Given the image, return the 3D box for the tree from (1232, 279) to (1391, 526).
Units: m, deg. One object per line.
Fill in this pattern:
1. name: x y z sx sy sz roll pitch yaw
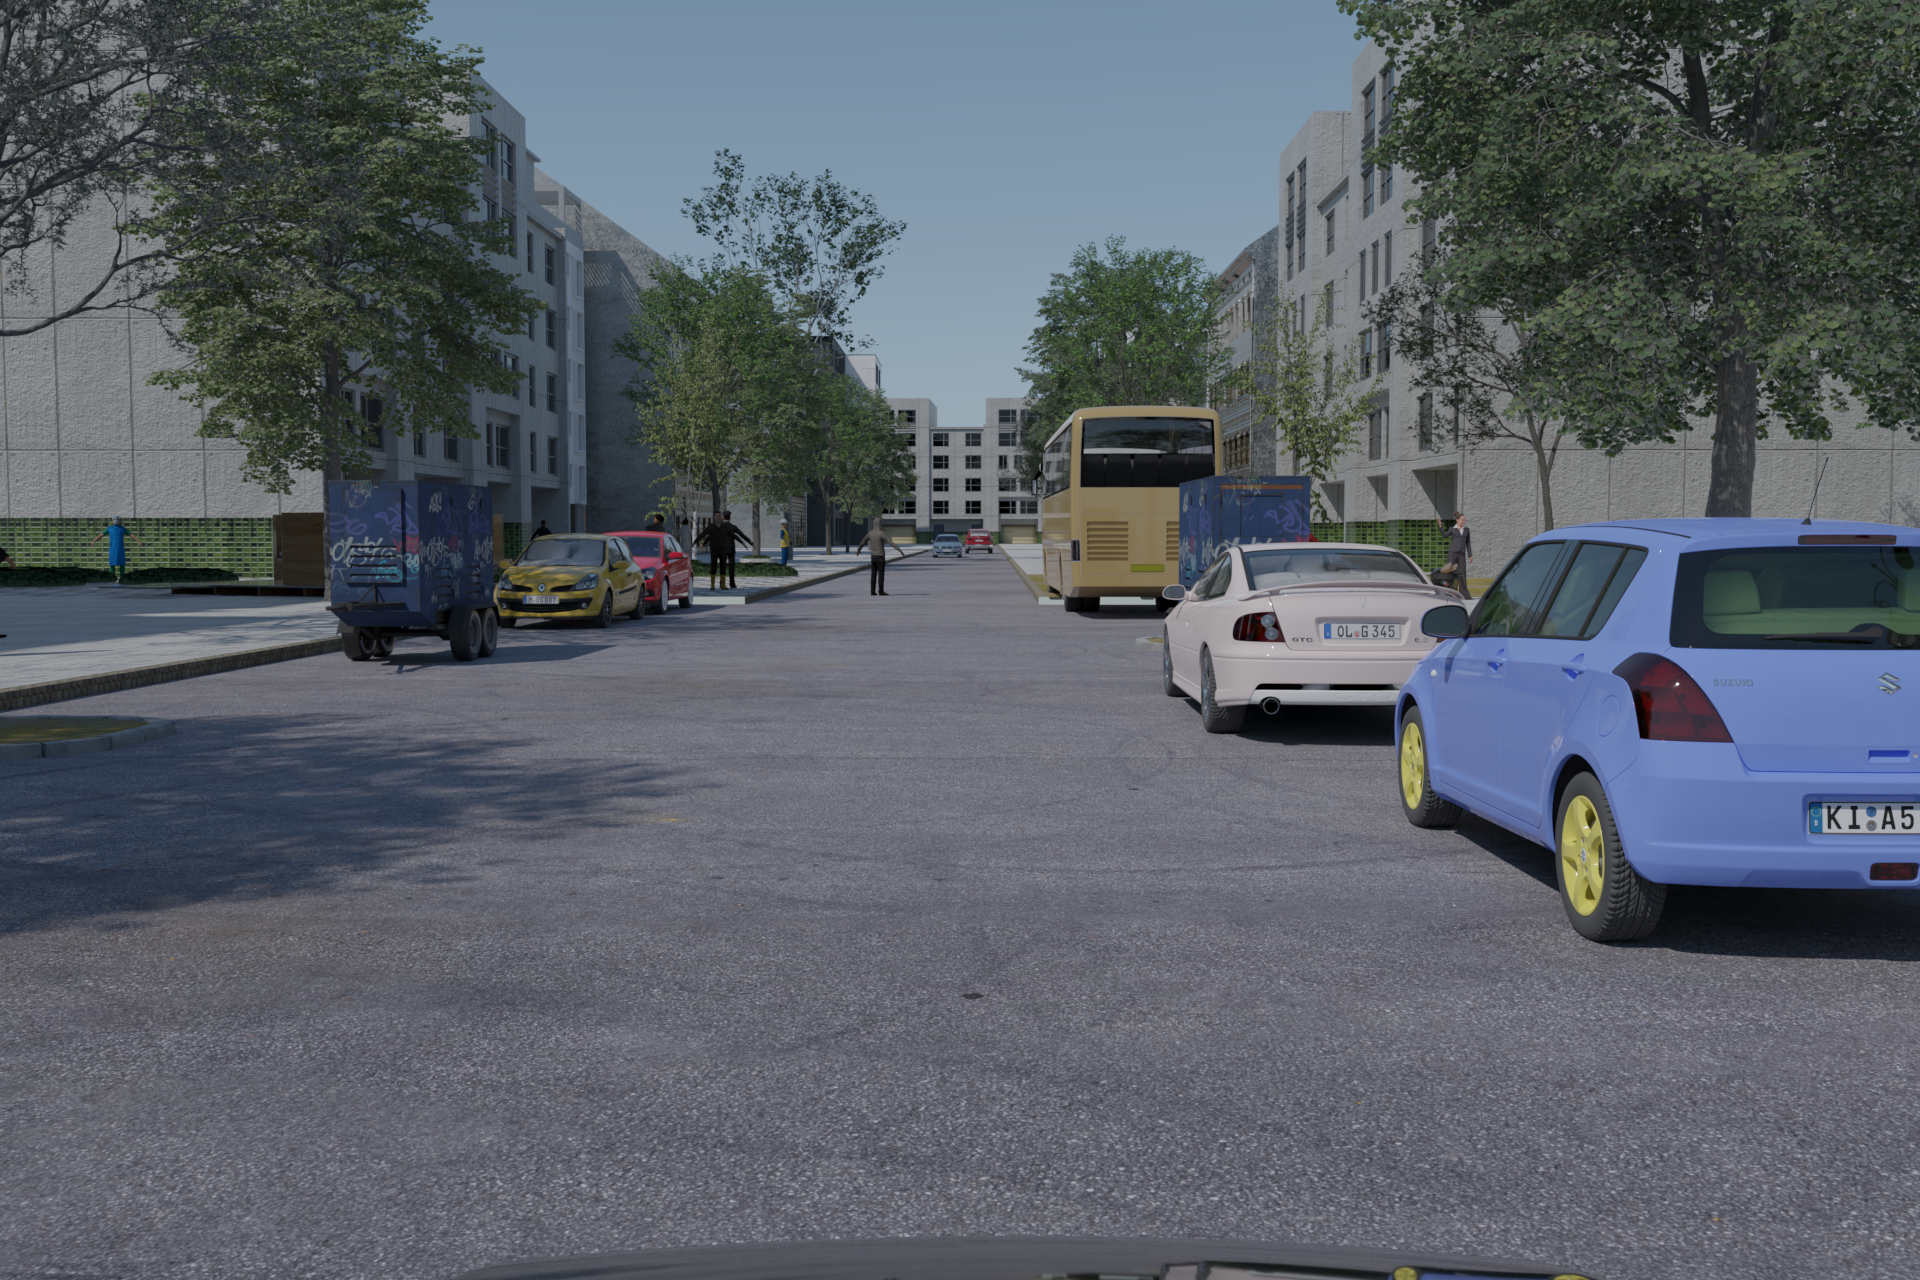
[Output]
1. tree: 10.144 -6.134 50.645 4.737 8.622 4.395 0 3 0

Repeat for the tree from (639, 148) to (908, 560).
1. tree: -9.290 -14.063 85.814 12.611 20.169 13.585 0 3 0

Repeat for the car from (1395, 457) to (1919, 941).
1. car: 3.033 0.135 7.383 1.945 1.707 3.694 0 4 0

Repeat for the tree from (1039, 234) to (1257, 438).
1. tree: 6.499 -8.191 59.678 9.928 11.665 9.643 0 3 0

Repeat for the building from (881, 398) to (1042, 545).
1. building: 3.731 -22.167 231.343 31.486 18.905 16.747 0 4 3

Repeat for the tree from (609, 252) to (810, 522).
1. tree: -9.185 -8.486 64.494 9.928 11.665 9.643 0 3 0

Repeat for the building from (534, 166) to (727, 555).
1. building: -25.399 -16.964 108.296 19.493 23.208 18.063 0 4 2

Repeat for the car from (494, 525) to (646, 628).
1. car: -6.184 -1.066 27.645 2.015 1.641 3.980 0 4 1

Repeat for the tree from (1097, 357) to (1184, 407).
1. tree: 7.402 -7.218 68.383 4.360 8.622 3.978 0 3 0

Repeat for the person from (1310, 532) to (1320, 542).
1. person: 5.863 -1.499 30.609 1.345 1.816 0.704 3 4 38

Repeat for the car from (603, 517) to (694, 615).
1. car: -6.123 -1.416 32.196 2.155 1.783 4.494 0 4 1

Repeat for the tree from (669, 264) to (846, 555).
1. tree: -8.753 -9.527 73.892 7.486 12.596 7.792 0 3 0

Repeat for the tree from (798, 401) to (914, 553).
1. tree: -7.614 -11.255 118.430 8.767 10.594 7.601 -2 4 -26

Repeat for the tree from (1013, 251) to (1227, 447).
1. tree: 7.319 -10.486 78.100 9.857 13.997 8.962 0 3 0

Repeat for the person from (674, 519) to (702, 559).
1. person: -9.586 -3.336 60.725 1.347 1.806 0.705 2 4 29

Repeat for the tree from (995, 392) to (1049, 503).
1. tree: 8.288 -13.556 132.016 12.009 13.543 11.850 0 3 0

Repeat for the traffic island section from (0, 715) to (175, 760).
1. traffic island section: -6.609 0.670 11.911 1.991 0.108 1.994 0 4 1

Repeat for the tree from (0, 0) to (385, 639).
1. tree: -12.293 -6.746 20.660 12.009 13.543 11.850 0 3 0

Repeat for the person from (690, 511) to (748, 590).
1. person: -5.530 -2.050 39.657 1.346 1.812 0.704 -1 4 -18

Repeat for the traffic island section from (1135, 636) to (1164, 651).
1. traffic island section: 3.256 0.053 22.001 1.991 0.108 1.994 0 3 0

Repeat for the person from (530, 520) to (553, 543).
1. person: -15.275 -3.511 63.629 1.346 1.802 0.704 1 4 21

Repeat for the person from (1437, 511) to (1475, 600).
1. person: 9.604 -1.636 33.592 0.742 1.727 0.445 -3 4 -36

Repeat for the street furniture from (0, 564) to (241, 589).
1. street furniture: -23.725 -1.724 43.816 10.072 0.657 5.734 1 4 22

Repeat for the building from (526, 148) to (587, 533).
1. building: -26.314 -13.953 84.543 16.016 20.090 11.380 0 4 2

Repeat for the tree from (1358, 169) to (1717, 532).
1. tree: 13.825 -6.484 40.433 8.767 10.594 7.601 0 4 3

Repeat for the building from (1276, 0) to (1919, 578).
1. building: 23.069 -12.169 65.414 16.747 18.905 31.486 0 4 1

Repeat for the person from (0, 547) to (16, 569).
1. person: -10.400 -0.678 17.872 0.721 1.737 1.214 3 4 38

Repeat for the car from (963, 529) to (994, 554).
1. car: 1.388 -7.273 127.586 2.281 1.827 5.304 0 4 0

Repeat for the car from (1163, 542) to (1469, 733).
1. car: 2.713 -0.090 13.834 2.083 1.381 4.827 0 4 1

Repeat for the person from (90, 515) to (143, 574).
1. person: -23.947 -2.634 49.189 1.347 1.817 0.704 -2 4 -25

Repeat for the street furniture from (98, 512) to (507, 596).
1. street furniture: -11.860 -1.939 38.554 9.812 1.723 11.010 2 4 25

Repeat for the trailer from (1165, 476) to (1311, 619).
1. trailer: 2.953 -0.724 18.889 1.471 1.999 3.904 0 4 0

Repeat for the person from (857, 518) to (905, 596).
1. person: -1.892 -1.939 40.288 1.348 1.813 0.705 2 4 32

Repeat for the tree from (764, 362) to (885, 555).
1. tree: -8.001 -10.910 104.135 9.928 11.665 9.643 0 3 0

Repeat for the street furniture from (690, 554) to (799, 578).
1. street furniture: -9.907 -2.225 52.009 10.072 0.657 5.734 0 4 -8

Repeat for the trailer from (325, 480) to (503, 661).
1. trailer: -6.197 -0.739 19.130 1.471 1.999 3.904 0 4 1

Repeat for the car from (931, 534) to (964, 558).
1. car: -0.753 -5.710 105.368 2.014 1.417 4.499 0 4 1

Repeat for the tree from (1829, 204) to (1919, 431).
1. tree: 24.948 -7.164 42.892 9.928 11.665 9.643 0 3 0

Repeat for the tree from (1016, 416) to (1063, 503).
1. tree: 7.134 -10.915 112.879 7.601 10.594 8.767 -1 4 -12

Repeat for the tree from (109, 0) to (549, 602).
1. tree: -11.660 -6.984 32.320 7.486 12.596 7.792 0 3 0

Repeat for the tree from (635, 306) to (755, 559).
1. tree: -8.707 -6.497 56.582 4.737 8.622 4.395 0 3 0

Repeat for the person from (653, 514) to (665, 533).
1. person: -8.185 -2.491 46.879 0.704 1.843 1.345 -2 4 -27

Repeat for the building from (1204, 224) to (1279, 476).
1. building: 24.888 -16.508 100.838 19.493 23.208 18.063 0 4 1

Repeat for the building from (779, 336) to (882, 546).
1. building: -23.523 -21.455 194.757 27.936 21.610 32.646 0 4 0

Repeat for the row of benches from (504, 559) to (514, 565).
1. row of benches: -13.819 -1.837 45.505 4.104 0.672 1.422 -1 4 -15

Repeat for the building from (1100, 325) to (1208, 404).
1. building: 28.562 -20.763 183.456 27.936 21.610 32.646 0 4 1

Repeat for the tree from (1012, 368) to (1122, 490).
1. tree: 6.934 -9.428 88.557 8.767 10.594 7.601 0 4 -1

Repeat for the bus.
1. bus: 3.112 -2.641 34.732 2.896 3.916 12.252 0 3 0

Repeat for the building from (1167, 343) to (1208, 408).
1. building: 28.884 -19.955 157.190 19.493 23.208 18.063 0 4 1

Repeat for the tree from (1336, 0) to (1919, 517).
1. tree: 9.053 -6.935 20.041 9.857 13.997 8.962 0 3 0

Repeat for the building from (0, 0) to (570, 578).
1. building: -26.838 -12.183 65.647 16.747 18.905 31.486 0 4 0

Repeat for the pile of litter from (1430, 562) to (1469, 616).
1. pile of litter: 7.141 -0.752 26.257 1.176 0.858 1.719 0 4 1

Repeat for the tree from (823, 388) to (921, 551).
1. tree: -6.877 -13.206 134.040 7.486 12.596 7.792 0 3 0

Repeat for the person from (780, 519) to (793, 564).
1. person: -5.634 -3.054 56.389 0.721 1.772 1.216 0 4 6

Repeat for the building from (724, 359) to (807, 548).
1. building: -24.896 -20.416 164.726 19.493 23.208 18.063 0 4 1

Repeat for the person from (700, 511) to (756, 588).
1. person: -5.522 -2.153 41.130 1.347 1.837 0.705 0 4 1

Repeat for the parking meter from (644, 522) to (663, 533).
1. parking meter: -6.325 -1.675 35.792 0.372 1.533 0.369 0 3 0

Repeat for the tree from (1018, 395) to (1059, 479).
1. tree: 7.169 -10.243 101.883 8.767 10.594 7.601 1 4 22
